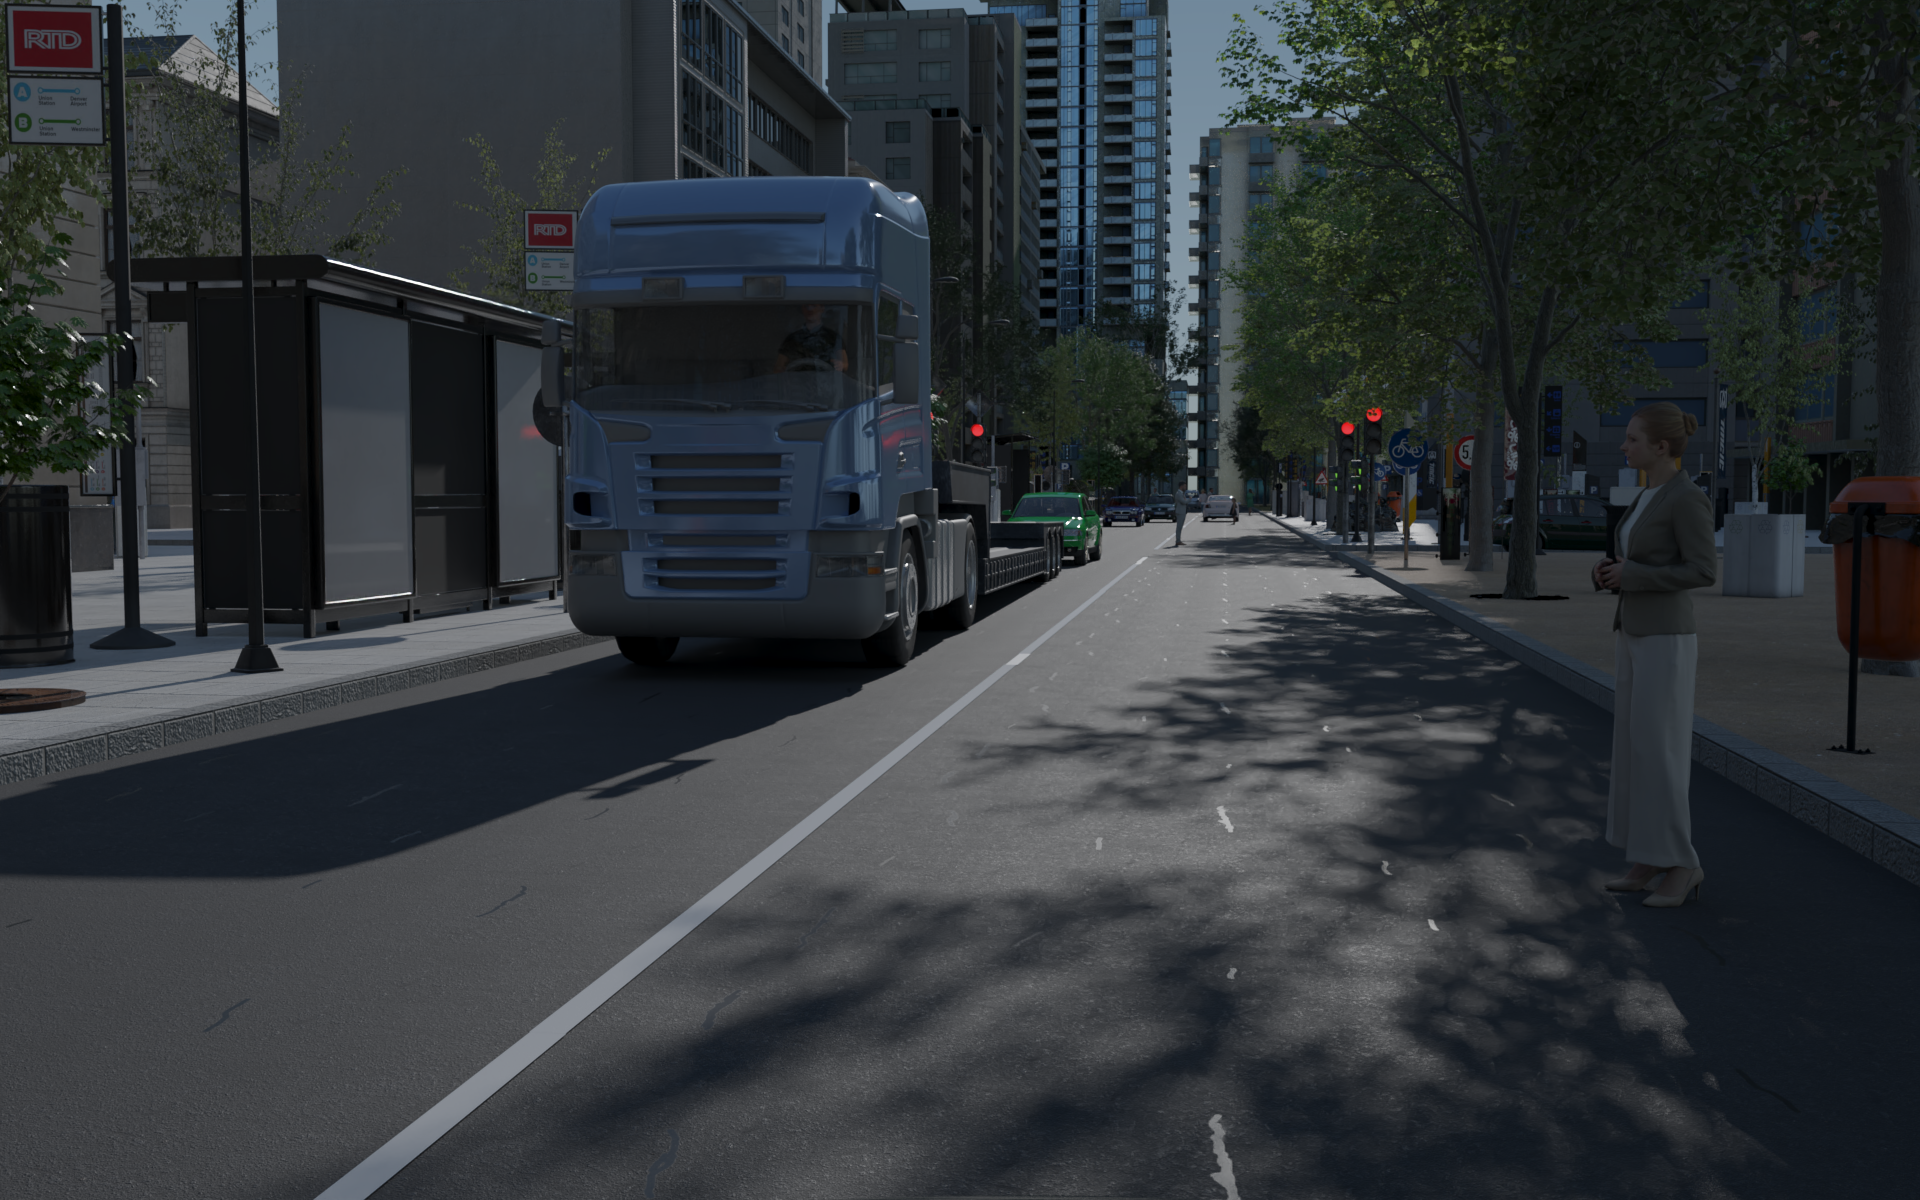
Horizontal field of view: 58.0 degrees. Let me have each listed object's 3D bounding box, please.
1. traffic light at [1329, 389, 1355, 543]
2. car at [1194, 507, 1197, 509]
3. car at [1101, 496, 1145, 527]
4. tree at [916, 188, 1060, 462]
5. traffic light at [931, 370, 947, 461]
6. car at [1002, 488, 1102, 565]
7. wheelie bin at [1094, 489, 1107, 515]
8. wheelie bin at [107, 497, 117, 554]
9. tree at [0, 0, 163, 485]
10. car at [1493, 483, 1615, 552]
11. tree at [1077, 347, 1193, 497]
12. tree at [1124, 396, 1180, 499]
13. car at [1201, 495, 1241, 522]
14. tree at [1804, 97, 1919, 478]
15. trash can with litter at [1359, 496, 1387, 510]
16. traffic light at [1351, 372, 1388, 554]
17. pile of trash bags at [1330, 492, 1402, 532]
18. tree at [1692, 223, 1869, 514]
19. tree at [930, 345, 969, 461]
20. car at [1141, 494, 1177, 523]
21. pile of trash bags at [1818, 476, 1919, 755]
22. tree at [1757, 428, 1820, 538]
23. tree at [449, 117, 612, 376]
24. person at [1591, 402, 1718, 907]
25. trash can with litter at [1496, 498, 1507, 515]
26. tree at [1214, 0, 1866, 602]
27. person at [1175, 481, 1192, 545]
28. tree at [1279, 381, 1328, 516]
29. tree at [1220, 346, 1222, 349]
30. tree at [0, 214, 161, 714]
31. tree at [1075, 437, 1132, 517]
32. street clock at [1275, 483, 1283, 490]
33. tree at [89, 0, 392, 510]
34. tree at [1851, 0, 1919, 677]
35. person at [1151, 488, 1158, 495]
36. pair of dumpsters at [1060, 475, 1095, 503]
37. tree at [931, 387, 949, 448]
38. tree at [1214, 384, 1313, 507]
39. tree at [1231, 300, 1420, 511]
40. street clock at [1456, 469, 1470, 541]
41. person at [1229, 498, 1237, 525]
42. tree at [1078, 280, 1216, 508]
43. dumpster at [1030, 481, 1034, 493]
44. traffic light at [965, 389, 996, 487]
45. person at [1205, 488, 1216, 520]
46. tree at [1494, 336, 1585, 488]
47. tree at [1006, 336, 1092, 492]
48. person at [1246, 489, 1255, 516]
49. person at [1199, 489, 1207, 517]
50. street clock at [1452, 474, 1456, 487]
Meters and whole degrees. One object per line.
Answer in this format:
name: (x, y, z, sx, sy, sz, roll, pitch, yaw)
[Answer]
traffic light: (10.032, -3.433, 45.051, 0.839, 4.253, 0.868, 1, 4, 9)
car: (22.726, -9.818, 172.884, 2.083, 1.381, 4.827, 0, 4, 7)
car: (7.299, -3.952, 77.191, 1.945, 1.354, 3.894, 1, 4, 8)
tree: (-0.335, -7.245, 52.873, 8.767, 10.594, 7.601, -3, 5, -43)
traffic light: (-0.679, -3.038, 38.590, 0.839, 4.253, 0.868, 1, 4, 9)
car: (1.940, -1.681, 36.276, 1.959, 1.807, 4.718, 1, 4, 10)
wheelie bin: (8.455, -5.914, 104.599, 0.693, 1.594, 0.980, -3, 5, -40)
wheelie bin: (-18.297, -1.766, 36.784, 0.980, 1.594, 0.693, -1, 4, -10)
tree: (-10.963, -4.206, 19.125, 4.737, 8.622, 4.395, 0, 3, 0)
car: (14.278, -1.823, 39.593, 4.222, 1.686, 2.009, 1, 4, 9)
tree: (13.483, -13.366, 135.546, 9.611, 12.733, 9.660, 0, 3, 0)
tree: (19.515, -16.072, 180.910, 7.486, 12.596, 7.792, 0, 3, 0)
car: (13.710, -4.810, 91.005, 2.083, 1.381, 4.827, 1, 4, 8)
tree: (16.663, -4.831, 29.344, 4.360, 8.622, 3.978, 0, 3, 0)
trash can with litter: (15.463, -3.304, 65.408, 1.055, 1.170, 0.624, 2, 4, 33)
traffic light: (8.825, -2.950, 37.157, 0.839, 4.253, 0.868, 1, 4, 9)
pile of trash bags: (14.341, -3.067, 59.903, 1.912, 1.369, 3.447, 3, 5, 41)
tree: (21.140, -5.823, 45.561, 4.737, 8.622, 4.395, 0, 3, 0)
tree: (-1.696, -8.181, 84.128, 4.737, 8.622, 4.395, 0, 3, 0)
car: (10.216, -4.787, 88.052, 2.009, 1.686, 4.222, 1, 4, 9)
pile of trash bags: (5.302, 0.141, 7.454, 1.912, 1.369, 3.447, -2, 4, -28)
tree: (24.600, -3.466, 51.267, 1.663, 3.219, 1.824, 0, 3, 0)
tree: (-8.530, -5.151, 34.585, 4.360, 8.622, 3.978, 0, 3, 0)
person: (2.451, 0.174, 6.205, 0.362, 1.759, 0.519, 0, 4, 0)
trash can with litter: (21.368, -3.455, 67.881, 0.624, 1.170, 1.055, -1, 4, -20)
tree: (6.770, -5.808, 20.710, 9.928, 11.665, 9.643, 0, 3, 0)
person: (6.252, -2.434, 48.477, 0.466, 1.800, 0.511, 0, 4, 5)
tree: (20.361, -9.291, 102.267, 4.737, 8.622, 4.395, 0, 3, 0)
tree: (13.313, -8.897, 63.600, 7.486, 12.596, 7.792, 0, 3, 0)
tree: (-5.819, -0.960, 10.291, 1.663, 3.219, 1.824, 0, 3, 0)
tree: (8.193, -7.044, 98.876, 4.285, 4.588, 4.351, 0, 3, 0)
street clock: (20.572, -6.555, 111.749, 0.471, 2.002, 0.358, -2, 4, -23)
tree: (-10.443, -4.557, 24.874, 4.360, 8.622, 3.978, 0, 3, 0)
tree: (6.274, -5.746, 12.071, 7.486, 12.596, 7.792, 0, 3, 0)
person: (11.173, -5.561, 99.604, 0.511, 1.800, 0.466, 1, 4, 15)
pair of dumpsters: (5.833, -5.129, 86.345, 1.574, 2.255, 4.437, 1, 4, 9)
tree: (-1.872, -3.105, 34.479, 4.285, 4.588, 4.351, 0, 3, 0)
tree: (30.451, -16.064, 173.009, 12.009, 13.543, 11.850, 0, 3, 0)
tree: (17.107, -8.787, 78.088, 7.601, 10.594, 8.767, 0, 4, -4)
street clock: (13.855, -2.604, 47.148, 0.471, 2.002, 0.358, -3, 5, -43)
person: (12.833, -4.171, 81.362, 0.373, 1.253, 0.362, 0, 4, 7)
tree: (17.466, -18.058, 151.142, 12.611, 20.169, 13.585, 0, 3, 0)
dumpster: (2.801, -4.213, 74.641, 1.264, 1.857, 1.865, 1, 4, 8)
traffic light: (0.529, -3.521, 46.484, 0.839, 4.253, 0.868, 1, 4, 9)
person: (13.905, -5.356, 96.344, 0.850, 1.792, 0.678, 2, 4, 28)
tree: (23.442, -7.409, 71.505, 4.737, 8.622, 4.395, 0, 3, 0)
tree: (4.302, -8.018, 81.453, 4.737, 8.622, 4.395, 0, 3, 0)
person: (19.286, -6.509, 115.173, 0.600, 1.795, 0.529, 2, 4, 24)
person: (15.431, -6.104, 108.965, 0.731, 1.740, 0.598, -1, 4, -14)
street clock: (17.346, -3.417, 60.444, 0.471, 2.002, 0.358, 1, 4, 21)
